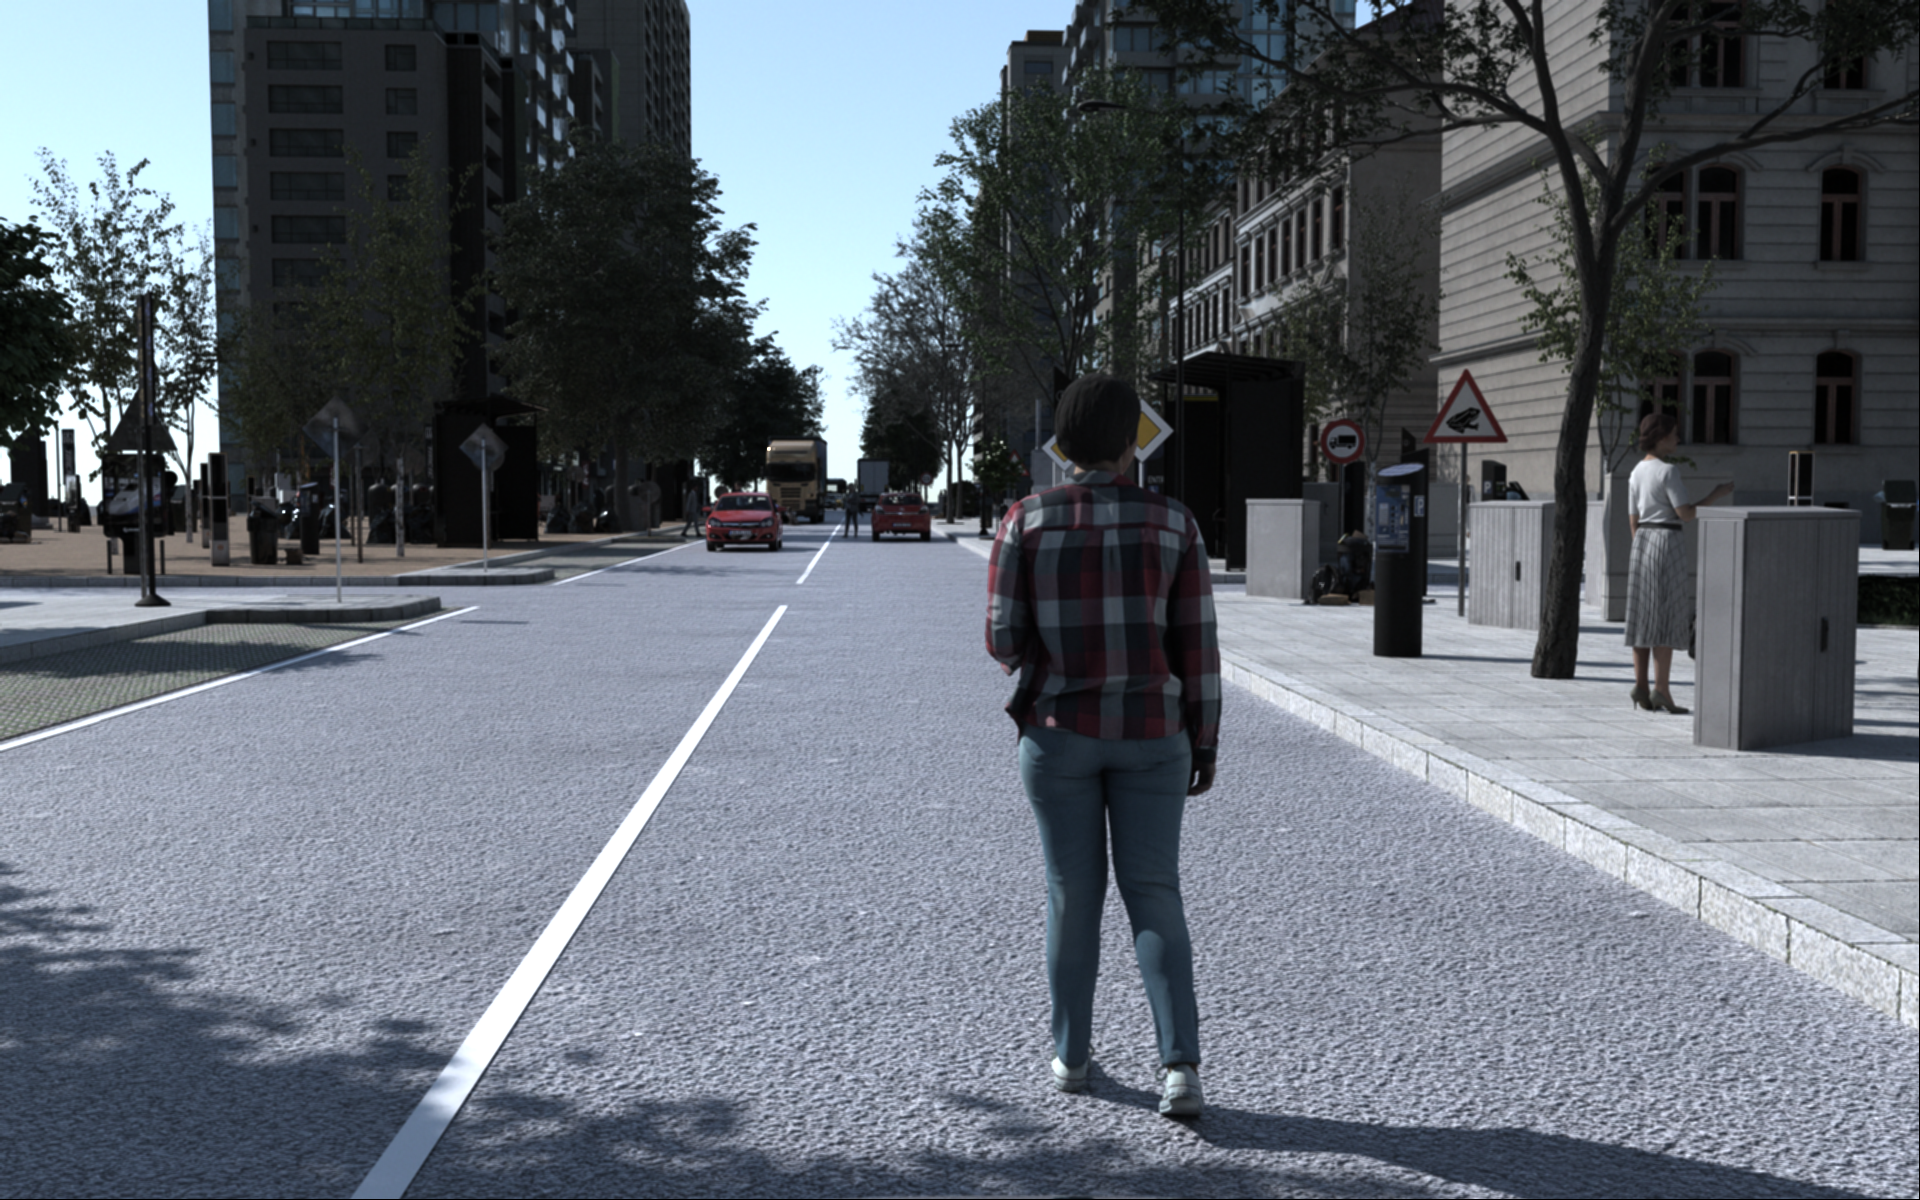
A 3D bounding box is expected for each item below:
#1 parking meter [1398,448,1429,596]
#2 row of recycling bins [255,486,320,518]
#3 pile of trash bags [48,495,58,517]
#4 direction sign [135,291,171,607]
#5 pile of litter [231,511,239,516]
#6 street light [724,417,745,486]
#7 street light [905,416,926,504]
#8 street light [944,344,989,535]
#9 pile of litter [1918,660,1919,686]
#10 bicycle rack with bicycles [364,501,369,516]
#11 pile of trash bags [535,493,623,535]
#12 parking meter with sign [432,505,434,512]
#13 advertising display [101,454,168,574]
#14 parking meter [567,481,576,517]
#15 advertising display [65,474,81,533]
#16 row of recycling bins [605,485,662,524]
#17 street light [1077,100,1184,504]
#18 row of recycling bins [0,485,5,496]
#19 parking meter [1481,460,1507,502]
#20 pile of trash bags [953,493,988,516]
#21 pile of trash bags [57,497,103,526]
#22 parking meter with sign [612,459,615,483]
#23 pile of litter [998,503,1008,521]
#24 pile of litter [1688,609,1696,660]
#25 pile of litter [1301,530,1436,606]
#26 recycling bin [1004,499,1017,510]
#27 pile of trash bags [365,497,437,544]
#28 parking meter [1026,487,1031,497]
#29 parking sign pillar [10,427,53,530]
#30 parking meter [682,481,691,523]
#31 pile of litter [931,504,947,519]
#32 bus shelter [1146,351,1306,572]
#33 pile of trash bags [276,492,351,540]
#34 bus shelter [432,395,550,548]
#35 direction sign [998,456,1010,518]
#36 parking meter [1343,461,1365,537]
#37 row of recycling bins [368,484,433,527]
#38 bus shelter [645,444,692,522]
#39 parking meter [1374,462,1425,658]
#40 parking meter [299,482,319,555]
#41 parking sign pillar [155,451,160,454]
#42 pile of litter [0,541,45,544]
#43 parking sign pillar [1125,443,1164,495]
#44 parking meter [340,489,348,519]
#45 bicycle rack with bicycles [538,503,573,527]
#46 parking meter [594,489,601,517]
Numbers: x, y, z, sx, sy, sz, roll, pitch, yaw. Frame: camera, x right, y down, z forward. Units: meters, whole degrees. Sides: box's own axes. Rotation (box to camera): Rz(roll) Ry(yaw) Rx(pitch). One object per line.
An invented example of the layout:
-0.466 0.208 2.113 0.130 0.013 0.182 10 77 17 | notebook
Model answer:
5.687 -0.987 21.843 0.399 1.863 0.255 0 4 6 | parking meter
-35.722 -5.170 91.637 3.534 1.692 1.069 -1 4 -13 | row of recycling bins
-50.206 -5.304 96.465 3.447 1.369 1.912 1 4 15 | pile of trash bags
-9.270 -1.699 19.783 0.379 3.537 0.876 -2 4 -34 | direction sign
-42.721 -5.322 100.985 1.176 0.858 1.719 1 4 23 | pile of litter
-13.653 -8.078 104.621 1.470 5.913 1.316 0 4 -3 | street light
-2.595 -8.001 103.365 1.470 5.913 1.316 0 4 -3 | street light
0.201 -4.959 53.621 1.470 5.913 1.316 0 4 -3 | street light
6.877 0.174 11.128 1.719 0.858 1.176 -2 4 -26 | pile of litter
-33.790 -5.367 101.125 2.852 0.926 2.925 0 4 -2 | bicycle rack with bicycles
-12.662 -2.815 55.784 1.912 1.369 3.447 3 4 37 | pile of trash bags
-19.032 -4.230 65.414 1.738 3.016 0.543 -3 5 -43 | parking meter with sign
-13.183 -1.374 27.673 0.974 1.923 0.123 0 4 0 | advertising display
-16.820 -4.241 75.054 0.255 1.863 0.399 -3 4 -36 | parking meter
-29.385 -3.191 57.380 0.974 1.923 0.123 3 5 42 | advertising display
-14.186 -4.154 75.035 3.534 1.692 1.069 3 5 43 | row of recycling bins
2.085 -2.941 20.630 1.470 5.913 1.316 0 4 -3 | street light
-42.287 -4.175 75.375 3.534 1.692 1.069 -3 5 -44 | row of recycling bins
9.165 -1.470 29.750 0.255 1.863 0.399 -1 4 -22 | parking meter
0.685 -5.659 102.283 1.912 1.369 3.447 2 4 29 | pile of trash bags
-34.848 -3.755 71.144 3.447 1.369 1.912 -1 4 -16 | pile of trash bags
-17.175 -5.569 87.321 0.543 3.016 1.738 0 4 -6 | parking meter with sign
2.358 -4.267 83.722 1.176 0.858 1.719 1 4 9 | pile of litter
6.275 0.027 13.522 1.719 0.858 1.176 -3 5 -44 | pile of litter
4.823 -0.394 20.402 1.719 0.858 1.176 0 4 -4 | pile of litter
2.709 -4.831 91.547 0.722 1.027 0.722 0 4 5 | recycling bin
-14.008 -2.202 45.757 1.912 1.369 3.447 1 4 17 | pile of trash bags
2.676 -3.492 65.505 0.372 1.533 0.369 0 3 0 | parking meter
-33.814 -4.553 62.912 1.447 3.967 1.447 1 4 18 | parking sign pillar
-12.281 -4.413 77.868 0.255 1.863 0.399 -3 5 -42 | parking meter
-0.931 -4.610 89.346 1.176 0.858 1.719 0 4 5 | pile of litter
4.741 -2.468 31.643 1.731 3.624 6.357 0 4 -3 | bus shelter
-18.937 -2.489 50.449 1.912 1.369 3.447 -2 4 -29 | pile of trash bags
-11.856 -3.236 44.198 1.731 3.624 6.357 0 4 -3 | bus shelter
2.269 -6.284 94.735 0.876 3.537 0.379 0 4 5 | direction sign
7.076 -1.557 31.168 0.255 1.863 0.399 -1 4 -16 | parking meter
-21.952 -3.790 69.075 1.069 1.692 3.534 3 5 39 | row of recycling bins
-13.790 -5.596 82.774 1.731 3.624 6.357 0 4 -3 | bus shelter
3.478 -0.325 13.719 0.372 1.533 0.369 0 3 0 | parking meter
-13.777 -1.728 36.669 0.372 1.533 0.369 0 3 0 | parking meter
-44.891 -6.612 96.584 1.447 3.967 1.447 0 4 -5 | parking sign pillar
-24.559 -1.881 44.726 1.719 0.858 1.176 -1 4 -9 | pile of litter
5.119 -3.578 46.974 1.447 3.967 1.447 -2 4 -33 | parking sign pillar
-32.064 -5.002 90.196 0.372 1.533 0.369 0 3 0 | parking meter
-16.338 -3.395 68.885 2.925 0.926 2.852 -3 5 -43 | bicycle rack with bicycles
-20.062 -5.345 95.810 0.372 1.533 0.369 0 3 0 | parking meter
